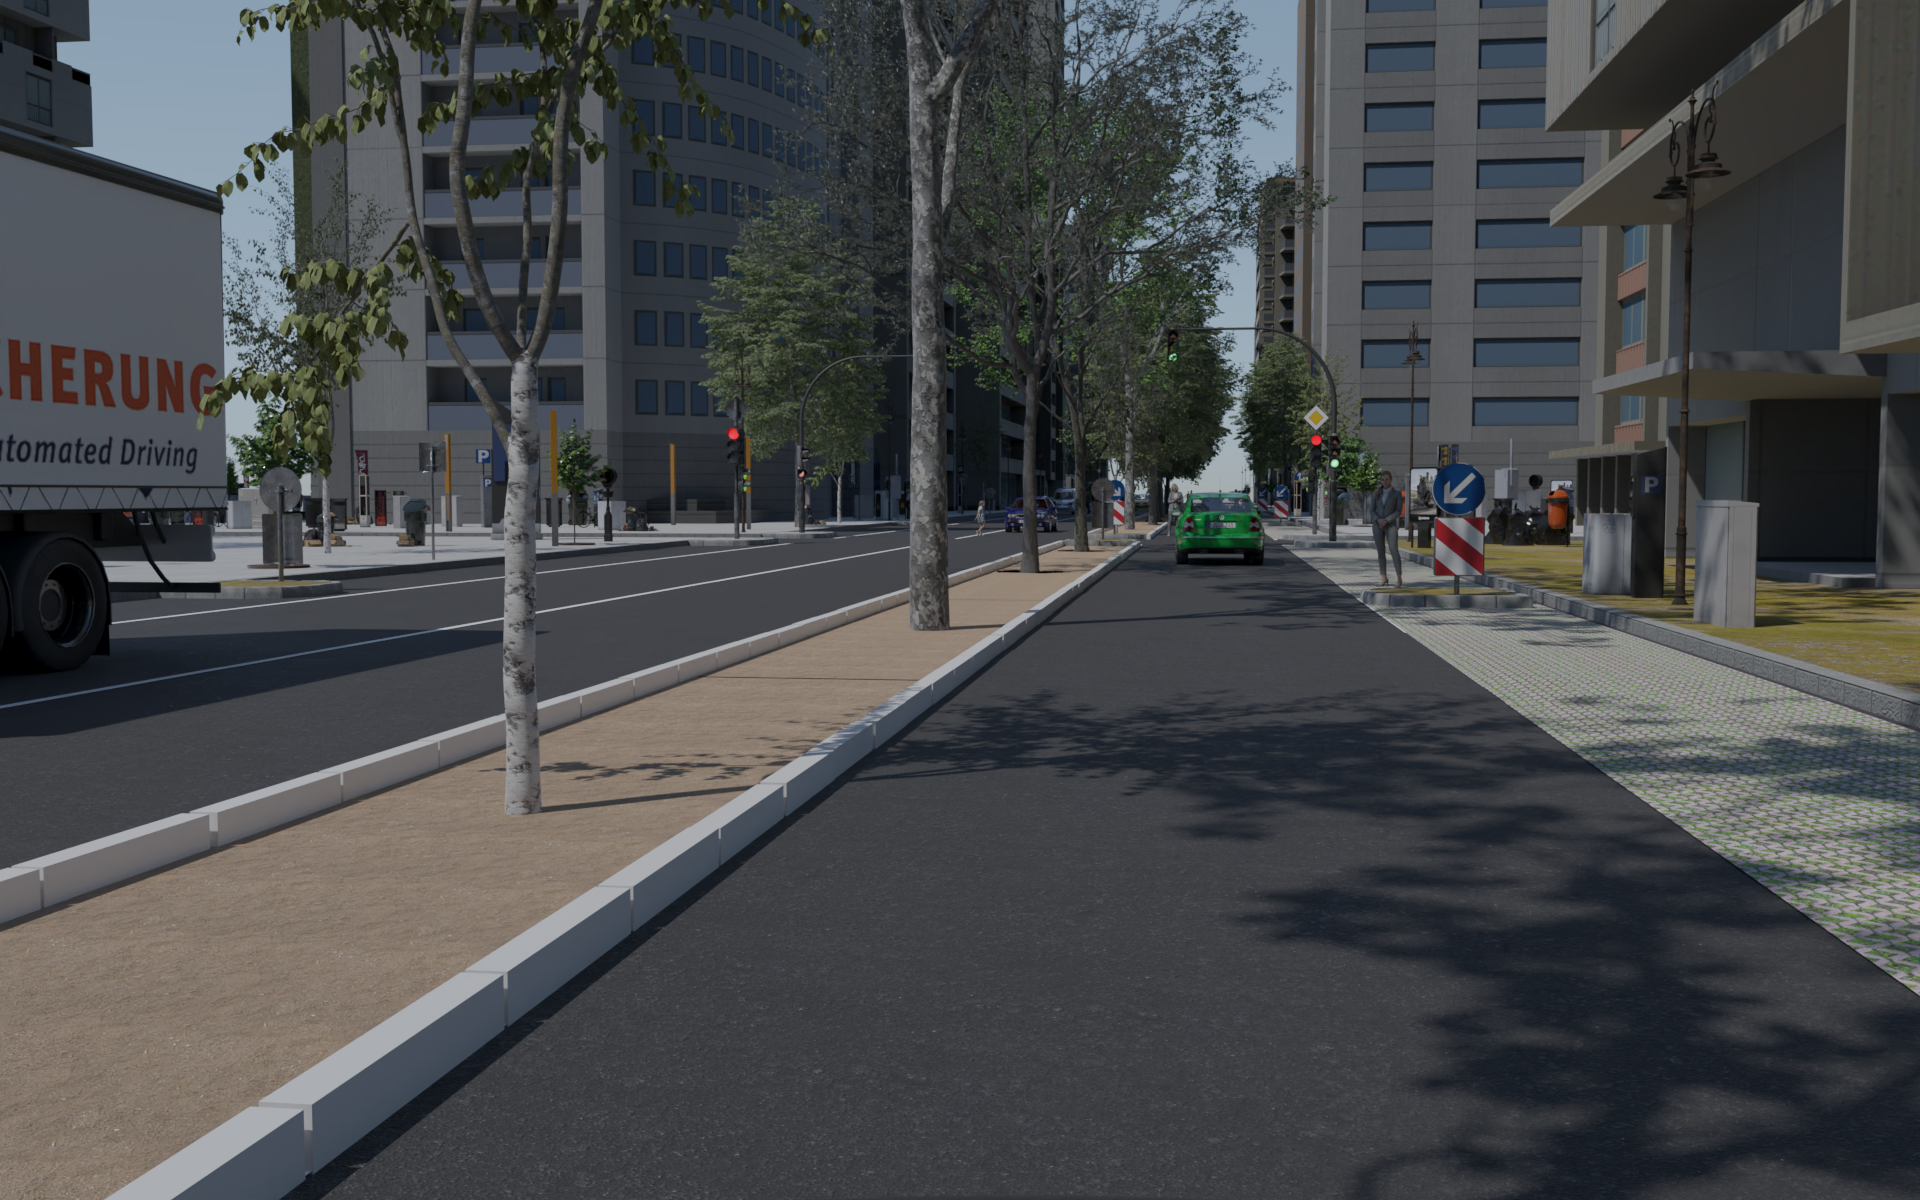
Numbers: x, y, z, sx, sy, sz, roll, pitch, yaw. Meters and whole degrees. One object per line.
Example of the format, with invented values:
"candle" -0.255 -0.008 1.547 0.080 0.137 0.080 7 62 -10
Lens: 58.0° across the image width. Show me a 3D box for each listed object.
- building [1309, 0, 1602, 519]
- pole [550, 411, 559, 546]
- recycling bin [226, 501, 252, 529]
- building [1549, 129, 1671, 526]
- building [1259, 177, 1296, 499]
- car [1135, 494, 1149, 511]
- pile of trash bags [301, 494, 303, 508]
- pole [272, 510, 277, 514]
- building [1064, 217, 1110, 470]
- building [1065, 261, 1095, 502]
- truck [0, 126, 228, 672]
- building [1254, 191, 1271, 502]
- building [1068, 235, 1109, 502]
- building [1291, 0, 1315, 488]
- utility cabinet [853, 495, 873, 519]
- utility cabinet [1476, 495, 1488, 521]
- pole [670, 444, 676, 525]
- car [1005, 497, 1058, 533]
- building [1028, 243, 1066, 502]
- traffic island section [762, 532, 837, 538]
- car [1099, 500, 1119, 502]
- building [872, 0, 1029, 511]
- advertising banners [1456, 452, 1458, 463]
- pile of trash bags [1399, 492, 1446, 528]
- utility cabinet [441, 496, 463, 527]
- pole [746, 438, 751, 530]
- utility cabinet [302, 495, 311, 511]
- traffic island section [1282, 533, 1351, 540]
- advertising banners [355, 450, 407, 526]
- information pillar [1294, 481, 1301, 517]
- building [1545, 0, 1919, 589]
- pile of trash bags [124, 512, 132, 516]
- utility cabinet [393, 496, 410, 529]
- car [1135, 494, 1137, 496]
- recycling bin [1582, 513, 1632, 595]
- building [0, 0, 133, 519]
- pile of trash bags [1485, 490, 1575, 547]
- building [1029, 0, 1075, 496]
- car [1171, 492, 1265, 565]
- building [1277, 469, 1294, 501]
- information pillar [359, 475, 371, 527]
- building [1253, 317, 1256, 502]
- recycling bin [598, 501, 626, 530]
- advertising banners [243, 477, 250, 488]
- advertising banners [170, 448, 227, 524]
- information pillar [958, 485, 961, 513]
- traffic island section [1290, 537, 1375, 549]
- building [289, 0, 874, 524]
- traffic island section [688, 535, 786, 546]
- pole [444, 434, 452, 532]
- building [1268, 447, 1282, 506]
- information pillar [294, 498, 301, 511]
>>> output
"building" 31.334 -34.169 100.659 21.231 58.520 28.212 1 4 8
"pole" -9.933 -2.971 42.416 0.158 3.312 0.155 0 3 0
"recycling bin" -26.620 -3.144 63.951 0.722 1.027 0.722 -3 5 -40
"building" 37.680 -25.006 63.479 28.867 44.769 22.147 1 4 8
"building" 51.869 -35.414 233.639 22.147 44.769 28.867 1 4 8
"car" 15.748 -8.490 149.037 2.015 1.641 3.980 1 4 10
"pile of trash bags" -38.352 -5.768 104.054 3.447 1.369 1.912 -3 5 -42
"pole" -26.287 -4.434 66.340 0.158 3.312 0.155 0 3 0
"building" 16.906 -38.617 281.504 14.600 45.320 14.200 1 4 8
"building" 2.922 -34.127 249.865 32.217 40.220 23.993 1 4 8
"truck" -8.805 -1.339 10.805 2.839 4.237 11.283 0 4 8
"building" 55.261 -38.868 259.190 21.300 48.544 21.600 1 4 8
"building" 15.572 -35.716 267.558 14.154 41.232 14.086 1 4 8
"building" 34.993 -30.145 142.975 14.600 45.320 14.200 1 4 8
"utility cabinet" -5.082 -4.883 91.006 1.020 1.237 0.306 -1 4 -19
"utility cabinet" 25.215 -4.438 83.729 0.306 1.237 1.020 2 4 31
"pole" -11.797 -4.733 71.228 0.158 3.312 0.155 0 3 0
"car" 2.723 -3.254 65.789 1.945 1.354 3.894 1 4 9
"building" 4.503 -26.007 196.916 14.160 30.474 14.107 1 4 8
"traffic island section" -5.245 -2.144 57.339 2.009 0.180 2.903 1 4 8
"car" 15.400 -10.170 178.634 2.083 1.381 4.827 1 4 10
"building" -6.003 -31.808 143.770 21.300 48.544 21.600 1 4 8
"advertising banners" 20.628 -4.651 72.229 0.090 3.025 2.074 1 4 11
"pile of trash bags" 17.133 -3.356 64.626 1.912 1.369 3.447 3 4 36
"utility cabinet" -19.932 -3.472 67.922 1.020 1.237 0.306 3 5 39
"pole" -7.641 -4.205 62.598 0.158 3.312 0.155 0 3 0
"utility cabinet" -34.188 -4.910 91.446 1.020 1.237 0.306 1 4 18
"traffic island section" 11.276 -1.999 54.962 2.009 0.180 2.903 1 4 8
"advertising banners" -23.091 -4.458 69.072 2.074 3.025 0.090 -3 5 -41
"information pillar" 18.661 -5.578 95.698 0.304 2.012 0.304 -1 4 -15
"building" 23.331 -26.315 19.491 28.713 52.752 27.495 1 4 8
"pile of trash bags" -53.017 -6.246 111.871 3.447 1.369 1.912 -1 4 -21
"utility cabinet" -20.904 -3.286 64.893 0.306 1.237 1.020 0 4 2
"car" 20.382 -12.048 205.785 1.959 1.807 4.718 1 4 9
"recycling bin" 8.459 -0.595 22.285 0.722 1.027 0.722 0 4 8
"building" -57.521 -29.882 77.806 27.495 52.752 28.713 1 4 8
"pile of trash bags" 14.398 -2.047 43.225 1.912 1.369 3.447 0 4 -2
"building" 5.197 -48.187 226.104 20.563 71.187 20.611 1 4 8
"car" 5.449 -1.703 36.644 1.959 1.807 4.718 0 4 6
"building" 40.300 -44.095 159.197 20.563 71.187 20.611 1 4 8
"information pillar" -22.914 -3.803 66.669 0.304 2.012 0.304 0 4 7
"building" 54.274 -30.996 278.477 14.160 30.474 14.107 1 4 8
"recycling bin" -12.429 -3.014 61.832 0.722 1.027 0.722 3 4 37
"advertising banners" -53.935 -8.356 132.810 2.074 3.025 0.090 -2 4 -32
"advertising banners" -28.519 -4.196 64.798 2.074 3.025 0.090 -1 4 -22
"information pillar" 0.034 -6.880 116.980 0.304 2.012 0.304 1 4 12
"traffic island section" 10.137 -1.515 47.058 2.009 0.180 2.903 1 4 8
"building" -17.370 -33.277 86.082 21.231 58.520 28.212 1 4 8
"traffic island section" -6.384 -1.661 49.435 2.009 0.180 2.903 1 4 8
"pole" -17.393 -3.977 58.865 0.158 3.312 0.155 0 3 0
"building" 45.077 -53.317 184.408 22.319 86.520 31.000 1 4 8
"information pillar" -38.942 -5.947 101.733 0.304 2.012 0.304 -3 5 -43
